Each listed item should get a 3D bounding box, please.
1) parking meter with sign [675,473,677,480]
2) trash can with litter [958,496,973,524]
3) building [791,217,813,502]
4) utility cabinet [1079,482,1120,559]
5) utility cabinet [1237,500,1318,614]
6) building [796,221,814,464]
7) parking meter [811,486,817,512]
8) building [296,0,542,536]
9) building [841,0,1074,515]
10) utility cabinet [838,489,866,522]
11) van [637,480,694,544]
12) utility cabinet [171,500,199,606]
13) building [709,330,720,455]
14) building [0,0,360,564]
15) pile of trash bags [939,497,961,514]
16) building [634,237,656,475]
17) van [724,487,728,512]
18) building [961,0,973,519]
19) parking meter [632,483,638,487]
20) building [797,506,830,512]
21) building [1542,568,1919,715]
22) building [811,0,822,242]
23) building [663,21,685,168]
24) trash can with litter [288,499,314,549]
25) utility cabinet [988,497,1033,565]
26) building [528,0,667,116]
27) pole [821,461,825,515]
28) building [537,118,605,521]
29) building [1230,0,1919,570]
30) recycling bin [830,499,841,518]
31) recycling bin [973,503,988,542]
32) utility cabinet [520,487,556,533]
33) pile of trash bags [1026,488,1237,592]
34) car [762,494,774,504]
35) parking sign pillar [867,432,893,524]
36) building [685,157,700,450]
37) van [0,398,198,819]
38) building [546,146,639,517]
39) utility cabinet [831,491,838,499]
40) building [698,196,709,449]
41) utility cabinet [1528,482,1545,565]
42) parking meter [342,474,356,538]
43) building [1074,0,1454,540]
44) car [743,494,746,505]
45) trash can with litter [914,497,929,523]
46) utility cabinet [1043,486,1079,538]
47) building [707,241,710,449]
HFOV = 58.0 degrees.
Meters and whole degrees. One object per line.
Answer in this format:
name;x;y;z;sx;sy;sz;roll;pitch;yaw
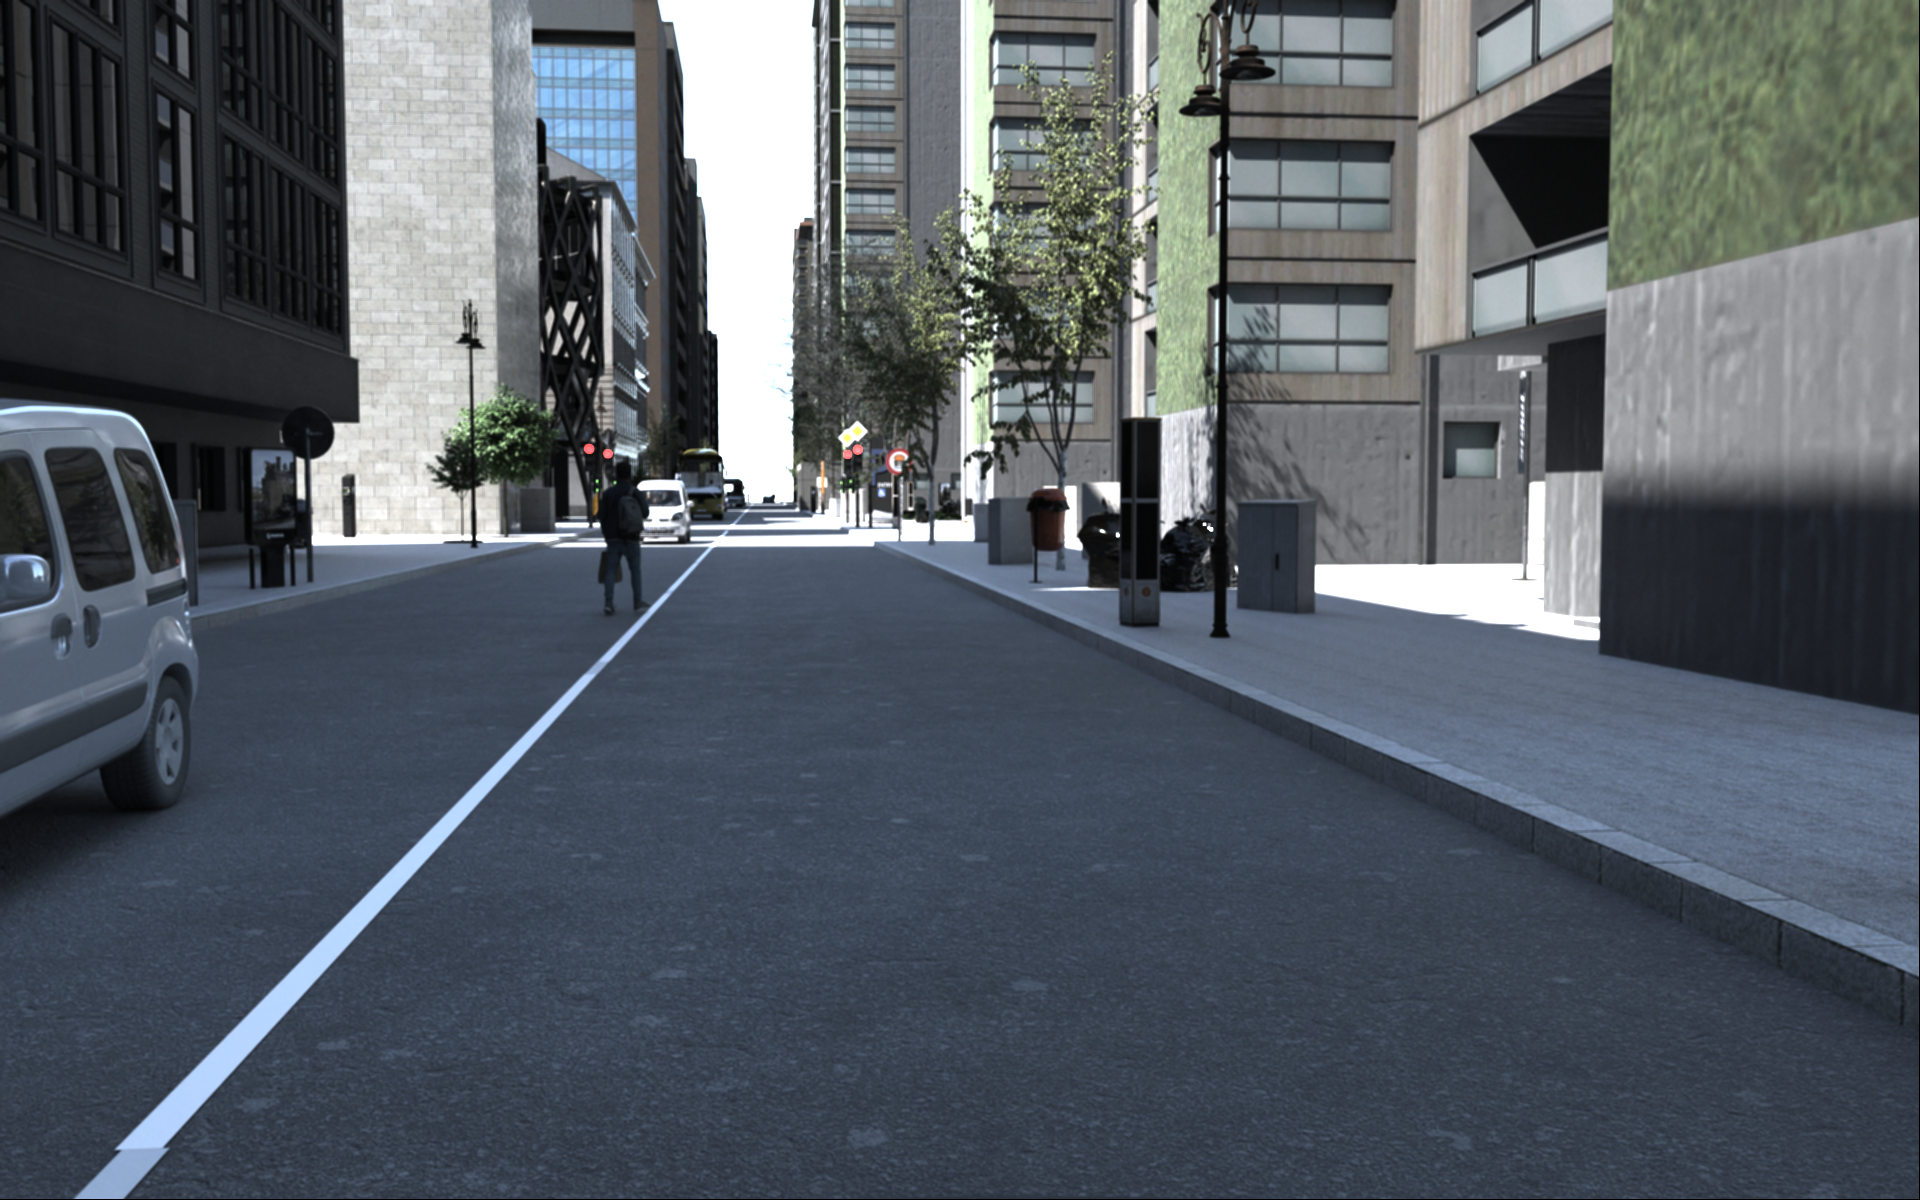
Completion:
parking meter with sign;-23.463;-9.052;144.258;0.543;3.016;1.738;-1;4;-11
trash can with litter;0.877;-3.952;75.676;2.233;1.210;1.678;-1;4;-12
building;-17.992;-41.225;297.724;21.300;48.544;21.600;0;4;-6
utility cabinet;2.891;-1.507;33.319;0.318;1.500;1.173;-3;5;-44
utility cabinet;3.466;-0.482;19.035;0.306;1.237;1.020;-2;4;-29
building;-14.486;-37.791;272.500;22.147;44.769;28.867;0;4;-6
parking meter;-10.193;-7.038;120.774;0.399;1.863;0.255;0;4;-3
building;-23.191;-12.387;57.272;16.860;20.320;10.420;0;4;-6
building;-0.887;-26.348;114.377;14.154;41.232;14.086;0;4;-6
utility cabinet;-4.809;-4.242;78.034;1.173;1.500;0.318;2;4;31
van;-8.770;-2.668;50.638;2.013;2.044;4.112;0;4;-6
utility cabinet;-9.265;-0.526;19.769;1.020;1.237;0.306;-1;4;-22
building;-48.749;-32.220;298.504;14.160;30.474;14.107;0;4;-6
building;-18.568;-14.122;24.405;14.314;27.812;24.014;0;4;-6
pile of trash bags;0.277;-5.765;104.006;3.447;1.369;1.912;3;5;39
building;-28.228;-17.604;123.975;11.583;22.565;21.152;0;4;-6
van;-20.315;-8.516;143.625;2.240;2.365;5.245;0;4;-6
building;15.046;-33.223;85.196;28.212;58.520;21.231;0;4;-6
parking meter;-16.893;-5.159;90.066;0.255;1.863;0.399;-1;4;-22
building;-2.774;-42.842;138.712;20.563;71.187;20.611;0;4;-6
building;11.905;-20.276;15.111;14.154;41.232;14.086;0;4;-6
building;0.341;-35.472;169.213;28.713;52.752;27.495;0;4;-6
building;-38.272;-33.464;170.834;21.300;48.544;21.600;0;4;-6
trash can with litter;-15.672;-1.818;41.117;0.624;1.170;1.055;-1;4;-20
utility cabinet;0.933;-1.262;31.795;0.306;1.237;1.020;3;5;40
building;-33.178;-30.790;153.529;14.600;45.320;14.200;0;4;-6
pole;-8.489;-6.941;107.328;0.158;3.312;0.155;0;3;0
building;-25.403;-13.073;81.195;16.820;18.784;16.811;0;4;-6
building;10.831;-21.626;37.175;14.154;41.232;14.086;0;4;-6
recycling bin;-6.536;-4.919;92.980;0.722;1.027;0.722;-2;4;-27
recycling bin;0.725;-2.072;46.435;0.722;1.027;0.722;0;4;-2
utility cabinet;-13.891;-2.951;56.935;1.173;1.500;0.318;1;4;21
pile of trash bags;2.278;-0.887;24.250;3.447;1.369;1.912;3;5;43
car;-28.779;-15.164;259.940;2.014;1.417;4.499;0;4;-5
parking sign pillar;-3.291;-5.268;74.611;1.447;3.967;1.447;2;4;24
building;-38.004;-31.812;203.717;14.154;41.232;14.086;0;4;-6
van;-4.228;0.034;6.449;2.013;2.044;4.112;0;4;-8
building;-24.862;-15.613;104.428;9.793;20.994;18.267;0;4;-6
utility cabinet;-8.913;-7.307;128.150;1.173;1.500;0.318;-1;4;-13
building;-49.667;-39.218;264.909;21.300;48.544;21.600;0;4;-6
utility cabinet;10.807;-1.365;31.001;1.173;1.500;0.318;0;4;2
parking meter;-17.934;-2.760;50.829;0.255;1.863;0.399;0;4;2
building;7.204;-22.958;58.950;14.154;41.232;14.086;0;4;-6
car;-28.360;-12.981;220.915;2.281;1.827;5.304;0;4;-6
trash can with litter;-1.625;-4.001;76.806;0.624;1.170;1.055;-1;4;-23
utility cabinet;2.983;-2.549;50.349;1.173;1.500;0.318;3;4;39
building;-48.273;-38.735;283.425;14.600;45.320;14.200;0;4;-6
